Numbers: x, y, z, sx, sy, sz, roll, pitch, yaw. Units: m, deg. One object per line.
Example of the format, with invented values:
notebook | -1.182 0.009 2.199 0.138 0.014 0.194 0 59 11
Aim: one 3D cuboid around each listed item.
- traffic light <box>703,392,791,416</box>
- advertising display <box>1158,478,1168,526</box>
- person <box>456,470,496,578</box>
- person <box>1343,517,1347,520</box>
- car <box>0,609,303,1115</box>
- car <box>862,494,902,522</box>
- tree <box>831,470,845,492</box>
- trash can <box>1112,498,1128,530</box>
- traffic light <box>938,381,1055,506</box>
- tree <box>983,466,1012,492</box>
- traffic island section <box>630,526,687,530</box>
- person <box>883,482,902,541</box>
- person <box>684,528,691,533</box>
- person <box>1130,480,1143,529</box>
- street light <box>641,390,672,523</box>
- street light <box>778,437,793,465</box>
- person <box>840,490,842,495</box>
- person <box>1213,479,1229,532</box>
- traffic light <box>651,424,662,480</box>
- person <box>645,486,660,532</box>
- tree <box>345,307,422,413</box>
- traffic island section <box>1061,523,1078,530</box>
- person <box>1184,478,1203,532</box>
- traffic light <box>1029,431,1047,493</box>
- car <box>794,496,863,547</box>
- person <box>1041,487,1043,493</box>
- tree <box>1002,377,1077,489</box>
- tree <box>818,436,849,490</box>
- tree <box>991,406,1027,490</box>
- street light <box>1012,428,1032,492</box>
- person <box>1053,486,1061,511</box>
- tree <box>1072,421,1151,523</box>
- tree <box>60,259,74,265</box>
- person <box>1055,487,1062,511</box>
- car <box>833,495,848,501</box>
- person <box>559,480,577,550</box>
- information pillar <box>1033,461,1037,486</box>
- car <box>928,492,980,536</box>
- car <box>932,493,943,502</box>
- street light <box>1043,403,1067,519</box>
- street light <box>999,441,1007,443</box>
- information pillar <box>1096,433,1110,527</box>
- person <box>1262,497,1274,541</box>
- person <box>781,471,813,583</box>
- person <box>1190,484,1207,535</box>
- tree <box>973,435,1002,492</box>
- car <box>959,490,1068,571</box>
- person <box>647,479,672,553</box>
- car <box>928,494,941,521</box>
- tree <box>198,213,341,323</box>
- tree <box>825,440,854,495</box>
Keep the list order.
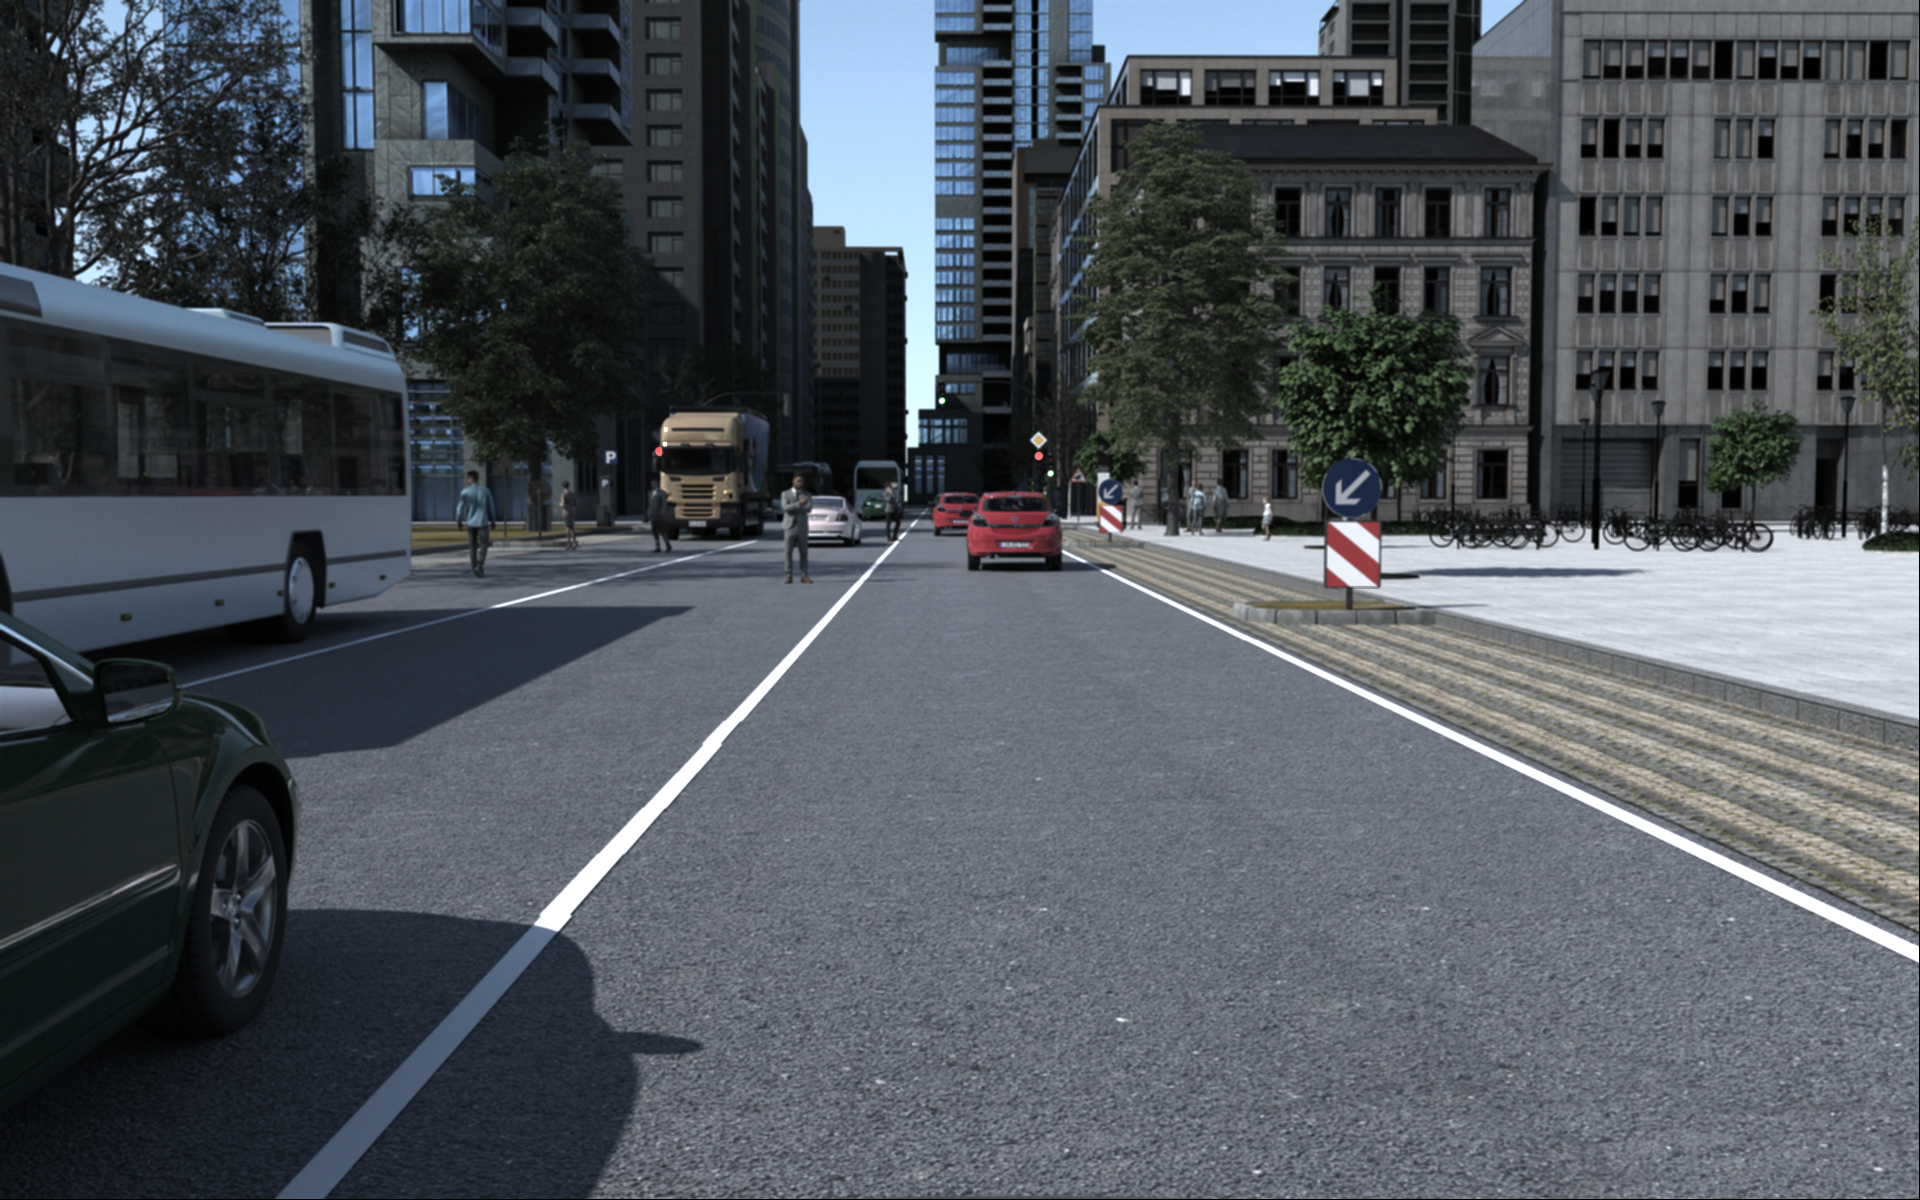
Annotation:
traffic light | -9.971 -6.289 77.500 4.771 5.953 1.251 0 4 -1
advertising display | 8.405 -3.988 70.423 0.123 1.923 0.974 3 5 45
person | -8.343 -1.309 29.771 0.638 1.841 0.748 0 4 -1
person | 10.432 -2.428 46.742 0.522 1.701 0.512 -1 4 -13
car | -2.762 0.527 3.182 2.131 1.459 4.920 0 4 -2
car | -4.172 -4.873 91.472 2.131 1.459 4.920 0 4 1
tree | -16.095 -14.424 219.538 4.285 4.588 4.351 0 3 0
trash can | 5.558 -3.023 61.077 0.748 1.137 0.748 0 3 0
traffic light | 1.496 -5.799 69.481 4.771 5.953 1.251 0 4 -1
tree | 4.611 -15.055 229.854 4.285 4.588 4.351 0 3 0
traffic island section | -12.013 -2.894 69.592 2.009 0.180 2.903 0 4 -1
person | -2.065 -2.698 52.798 0.592 1.802 0.473 -3 4 -36
person | -9.866 -3.310 63.103 0.515 1.767 0.782 1 4 13
person | 6.505 -3.522 63.812 0.511 1.800 0.466 0 4 -3
street light | -13.570 -6.421 77.532 1.470 5.913 1.316 0 4 -1
street light | -14.275 -10.313 141.152 1.470 5.913 1.316 0 4 -1
person | -15.616 -13.545 227.435 0.705 1.831 1.348 0 4 8
person | 8.700 -3.166 58.037 0.478 1.798 0.641 3 4 38
traffic light | -11.973 -4.926 69.458 0.839 4.253 0.868 0 4 -1
person | -11.460 -3.429 64.917 0.716 1.782 0.532 -2 4 -29
tree | -22.798 -7.097 66.390 4.360 8.622 3.978 0 3 0
traffic island section | 3.627 -2.904 69.760 2.009 0.180 2.903 0 4 -1
person | 7.944 -3.219 58.773 0.635 1.810 0.391 2 4 31
traffic light | 3.498 -5.426 77.630 0.839 4.253 0.868 0 4 -1
car | -3.790 -2.203 48.377 2.083 1.381 4.827 0 4 0
person | 5.433 -6.490 112.169 0.388 1.821 0.555 -2 4 -27
tree | 5.265 -9.665 108.386 4.737 8.622 4.395 0 3 0
tree | -15.725 -16.184 214.970 4.737 8.622 4.395 0 3 0
tree | 4.827 -11.613 140.237 4.360 8.622 3.978 0 3 0
street light | 4.473 -9.087 121.118 1.470 5.913 1.316 0 4 -1
person | 6.428 -6.674 115.421 0.793 1.790 0.793 -2 4 -35
tree | 6.647 -5.701 76.929 4.285 4.588 4.351 0 3 0
tree | -27.064 -6.113 50.304 4.360 8.622 3.978 0 3 0
person | 6.503 -6.576 113.905 0.624 1.780 0.694 -1 4 -10
car | -10.015 -7.816 140.366 1.945 1.354 3.894 0 4 1
person | -10.044 -2.172 44.357 0.374 1.781 0.599 2 4 32
information pillar | 5.135 -7.696 117.189 0.183 3.616 0.504 -3 5 -41
car | -0.044 -3.162 60.745 2.155 1.783 4.494 0 4 -2
car | -0.573 -5.580 100.276 2.155 1.783 4.494 0 4 1
street light | 4.823 -7.110 88.787 1.470 5.913 1.316 0 4 -1
street light | 4.117 -11.024 152.788 1.470 5.913 1.316 0 4 -1
information pillar | 5.520 -4.606 66.658 0.504 3.616 0.183 1 4 20
person | 8.518 -2.238 47.657 0.382 1.210 0.505 -1 4 -14
person | -2.613 -1.173 27.858 0.511 1.800 0.466 -2 4 -27
person | 7.517 -2.850 54.454 0.589 1.601 0.330 3 4 37
tree | 3.792 -16.252 216.080 4.737 8.622 4.395 0 3 0
car | 1.053 -1.522 33.932 2.155 1.783 4.494 0 4 1
person | -7.440 -2.073 42.512 0.709 1.813 0.853 2 4 26
car | -0.699 -5.098 95.152 2.131 1.459 4.920 0 4 -1
tree | -18.362 -5.804 45.255 4.360 8.622 3.978 0 3 0
tree | -15.970 -17.000 228.315 4.360 8.622 3.978 0 3 0
